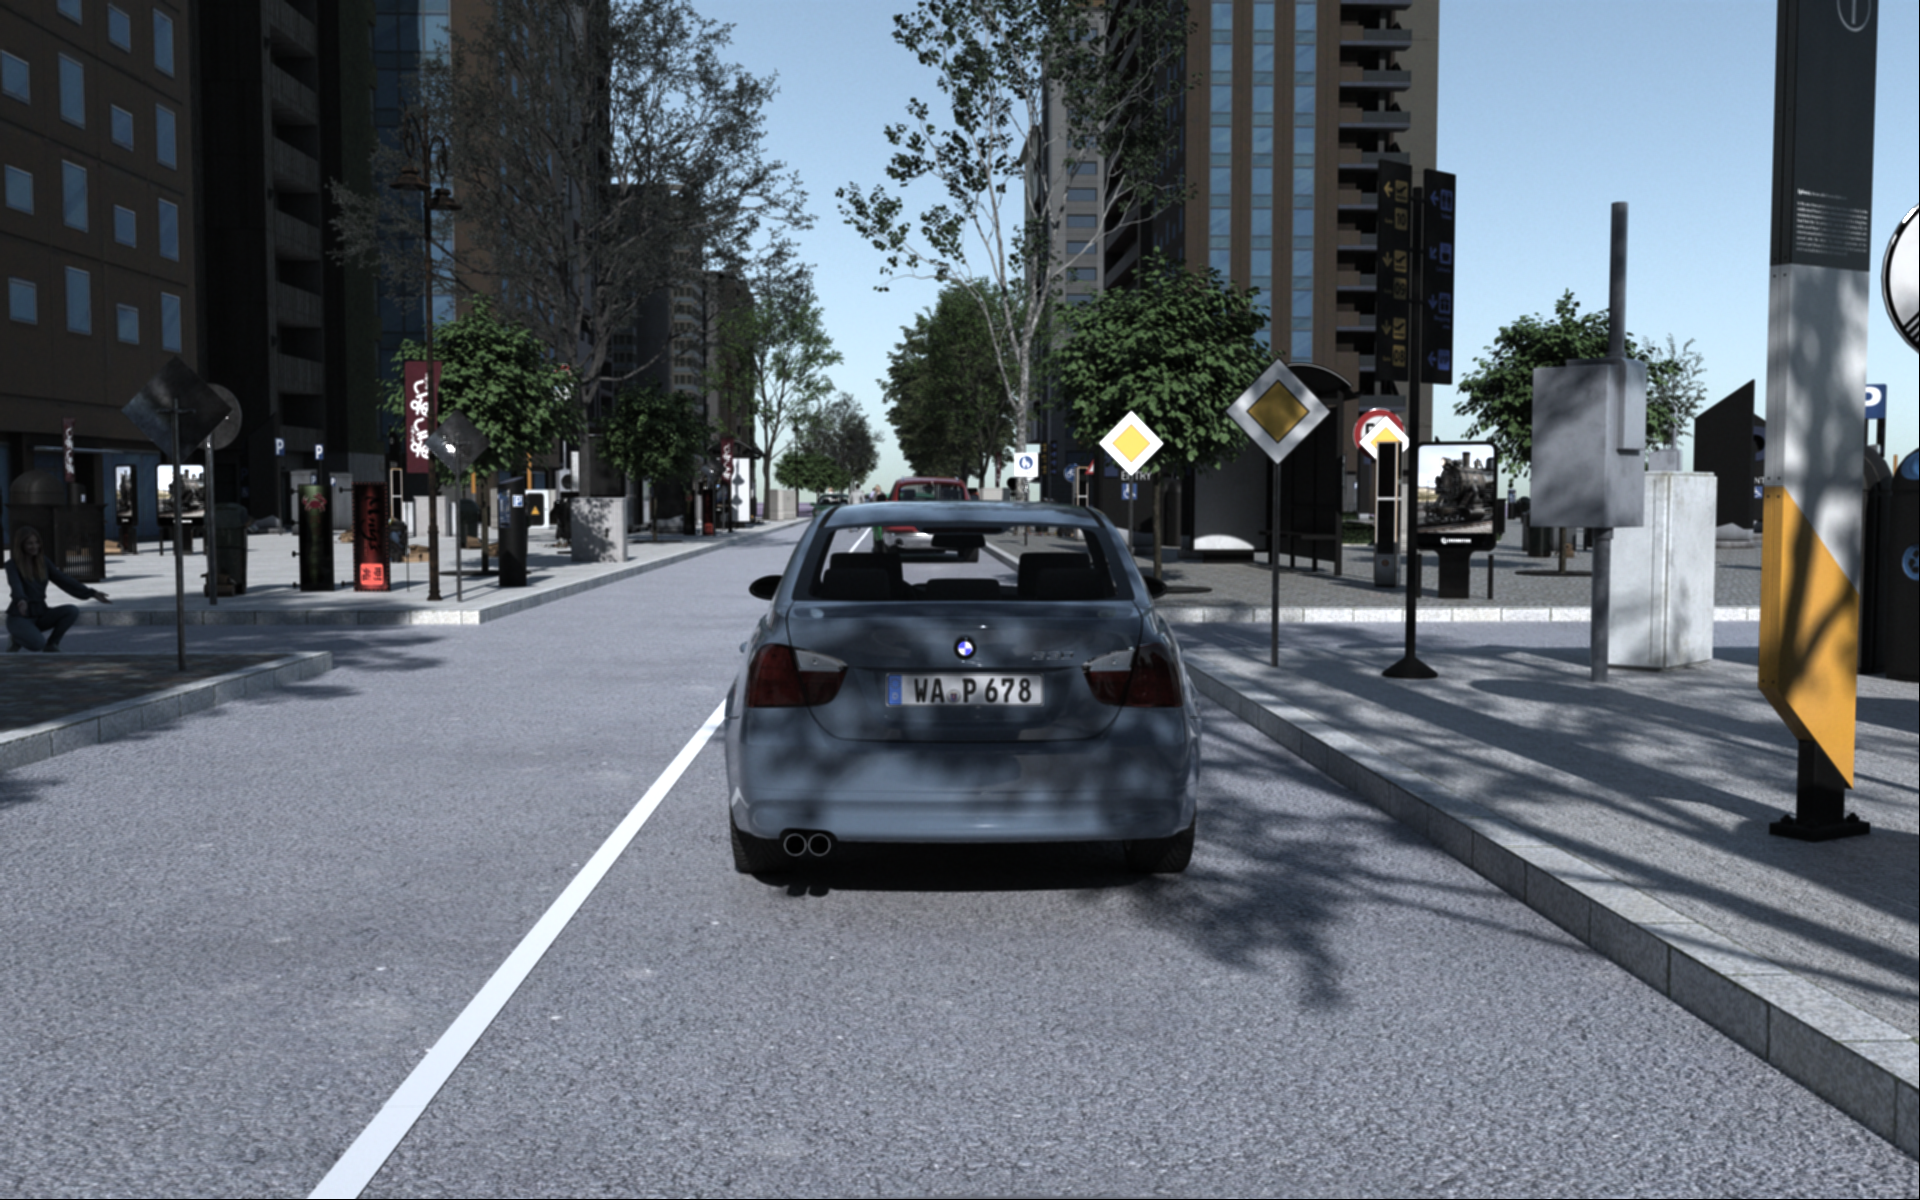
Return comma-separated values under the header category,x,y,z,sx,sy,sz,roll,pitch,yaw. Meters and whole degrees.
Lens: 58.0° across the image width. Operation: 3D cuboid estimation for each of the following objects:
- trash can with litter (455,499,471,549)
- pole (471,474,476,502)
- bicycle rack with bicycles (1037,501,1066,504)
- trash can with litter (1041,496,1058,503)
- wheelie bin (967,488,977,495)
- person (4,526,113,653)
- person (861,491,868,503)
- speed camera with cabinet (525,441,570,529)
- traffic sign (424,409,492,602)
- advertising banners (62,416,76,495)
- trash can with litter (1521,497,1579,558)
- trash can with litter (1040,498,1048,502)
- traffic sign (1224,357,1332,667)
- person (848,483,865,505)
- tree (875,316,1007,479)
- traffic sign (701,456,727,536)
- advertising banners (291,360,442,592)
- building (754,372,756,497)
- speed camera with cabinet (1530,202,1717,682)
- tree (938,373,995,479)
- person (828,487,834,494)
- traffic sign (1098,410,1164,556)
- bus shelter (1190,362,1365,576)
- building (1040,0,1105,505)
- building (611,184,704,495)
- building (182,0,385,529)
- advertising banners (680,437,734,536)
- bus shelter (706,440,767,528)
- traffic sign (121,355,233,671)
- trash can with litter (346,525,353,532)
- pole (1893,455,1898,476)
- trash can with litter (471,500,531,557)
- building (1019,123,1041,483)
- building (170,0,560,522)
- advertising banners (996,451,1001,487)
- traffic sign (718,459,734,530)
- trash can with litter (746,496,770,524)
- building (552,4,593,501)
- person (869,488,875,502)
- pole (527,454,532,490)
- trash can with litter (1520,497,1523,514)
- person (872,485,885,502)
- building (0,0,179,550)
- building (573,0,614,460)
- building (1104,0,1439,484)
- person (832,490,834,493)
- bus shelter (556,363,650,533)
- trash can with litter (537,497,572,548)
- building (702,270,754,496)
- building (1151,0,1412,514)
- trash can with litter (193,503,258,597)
category,x,y,z,sx,sy,sz,roll,pitch,yaw
trash can with litter,-11.441,-1.789,40.630,0.624,1.170,1.055,-2,4,-32
pole,-19.014,-4.515,67.658,0.158,3.312,0.155,0,3,0
bicycle rack with bicycles,3.493,-4.394,85.216,2.925,0.926,2.852,-1,4,-17
trash can with litter,2.372,-2.620,53.893,2.233,1.210,1.678,0,4,-3
wheelie bin,0.635,-5.159,92.259,0.980,1.594,0.693,0,3,0
person,-8.063,-0.083,15.364,0.738,1.151,1.012,2,4,31
person,-8.798,-9.084,157.738,0.721,1.743,1.217,3,4,37
speed camera with cabinet,-15.107,-4.231,63.521,2.038,3.252,0.660,-2,4,-29
traffic sign,-5.944,-1.032,20.516,0.795,2.450,0.064,0,4,-2
advertising banners,-20.127,-2.576,38.308,0.090,3.025,2.074,0,4,6
trash can with litter,12.036,-1.457,35.207,1.055,1.170,0.624,1,4,15
trash can with litter,2.498,-2.851,57.993,1.055,1.170,0.624,0,4,3
traffic sign,2.334,-0.560,12.803,0.795,2.450,0.064,0,4,-2
person,-3.905,-3.476,65.185,0.661,1.843,0.795,1,4,13
tree,-0.876,-12.699,114.287,9.857,13.997,8.962,0,3,0
traffic sign,-7.465,-3.141,52.538,0.795,2.450,0.064,0,4,1
advertising banners,-7.760,-1.621,22.696,2.074,3.025,0.090,0,4,5
building,-35.768,-28.520,238.001,14.160,30.474,14.107,0,4,-2
speed camera with cabinet,4.811,-1.110,12.479,0.660,3.252,2.038,3,5,43
tree,0.233,-9.091,98.994,4.737,8.622,4.395,0,3,0
person,-6.634,-4.933,89.378,0.641,1.798,0.478,-1,4,-20
traffic sign,2.046,-1.048,20.783,0.795,2.450,0.064,0,4,-2
bus shelter,5.123,-2.172,29.436,2.014,3.302,5.546,0,4,-2
building,20.437,-41.032,212.869,21.231,58.520,28.212,0,4,-2
building,-43.323,-31.342,204.314,32.217,40.220,23.993,0,4,-2
building,-30.366,-17.829,63.204,14.160,30.474,14.107,0,4,-2
advertising banners,-7.828,-3.520,53.732,2.074,3.025,0.090,2,4,29
bus shelter,-8.673,-4.482,67.209,2.014,3.302,5.546,0,4,-2
traffic sign,-5.655,-0.544,12.536,0.795,2.450,0.064,0,4,-2
trash can with litter,-18.912,-2.665,54.954,1.055,1.170,0.624,-3,4,-39
pole,48.703,-5.895,90.234,0.158,3.312,0.155,0,3,0
trash can with litter,-9.267,-1.459,35.242,1.055,1.170,0.624,1,4,22
building,23.312,-39.924,241.997,28.713,52.752,27.495,0,4,-2
building,-28.247,-26.596,84.954,14.600,45.320,14.200,0,4,-2
advertising banners,1.275,-4.635,71.963,0.090,3.025,2.074,-1,4,-22
traffic sign,-8.399,-3.753,61.470,0.768,2.556,0.104,0,4,-2
trash can with litter,-9.132,-3.952,75.677,1.678,1.210,2.233,0,4,-4
building,-38.469,-31.717,107.820,28.713,52.752,27.495,0,4,-2
person,-5.899,-6.805,119.623,0.709,1.838,0.599,1,4,13
pole,-16.091,-4.336,64.744,0.158,3.312,0.155,0,3,0
trash can with litter,25.213,-3.984,76.523,0.624,1.170,1.055,-1,4,-18
person,-3.143,-3.588,67.351,0.537,1.800,0.526,0,4,1
building,-28.265,-23.889,40.700,14.600,45.320,14.200,0,4,-2
building,-35.381,-42.394,131.392,20.563,71.187,20.611,0,4,-2
building,22.833,-31.092,132.058,21.300,48.544,21.600,0,4,-2
person,-7.507,-5.680,102.298,0.756,1.711,0.436,3,4,37
bus shelter,-11.483,-4.786,55.886,2.179,5.291,8.768,0,4,-2
trash can with litter,-9.672,-1.900,42.125,1.678,1.210,2.233,0,4,0
building,-34.808,-27.660,223.946,14.160,30.474,14.107,0,4,-2
building,20.571,-28.384,114.196,14.600,45.320,14.200,0,4,-2
trash can with litter,-9.279,-0.647,21.972,0.624,1.170,1.055,-1,4,-17
